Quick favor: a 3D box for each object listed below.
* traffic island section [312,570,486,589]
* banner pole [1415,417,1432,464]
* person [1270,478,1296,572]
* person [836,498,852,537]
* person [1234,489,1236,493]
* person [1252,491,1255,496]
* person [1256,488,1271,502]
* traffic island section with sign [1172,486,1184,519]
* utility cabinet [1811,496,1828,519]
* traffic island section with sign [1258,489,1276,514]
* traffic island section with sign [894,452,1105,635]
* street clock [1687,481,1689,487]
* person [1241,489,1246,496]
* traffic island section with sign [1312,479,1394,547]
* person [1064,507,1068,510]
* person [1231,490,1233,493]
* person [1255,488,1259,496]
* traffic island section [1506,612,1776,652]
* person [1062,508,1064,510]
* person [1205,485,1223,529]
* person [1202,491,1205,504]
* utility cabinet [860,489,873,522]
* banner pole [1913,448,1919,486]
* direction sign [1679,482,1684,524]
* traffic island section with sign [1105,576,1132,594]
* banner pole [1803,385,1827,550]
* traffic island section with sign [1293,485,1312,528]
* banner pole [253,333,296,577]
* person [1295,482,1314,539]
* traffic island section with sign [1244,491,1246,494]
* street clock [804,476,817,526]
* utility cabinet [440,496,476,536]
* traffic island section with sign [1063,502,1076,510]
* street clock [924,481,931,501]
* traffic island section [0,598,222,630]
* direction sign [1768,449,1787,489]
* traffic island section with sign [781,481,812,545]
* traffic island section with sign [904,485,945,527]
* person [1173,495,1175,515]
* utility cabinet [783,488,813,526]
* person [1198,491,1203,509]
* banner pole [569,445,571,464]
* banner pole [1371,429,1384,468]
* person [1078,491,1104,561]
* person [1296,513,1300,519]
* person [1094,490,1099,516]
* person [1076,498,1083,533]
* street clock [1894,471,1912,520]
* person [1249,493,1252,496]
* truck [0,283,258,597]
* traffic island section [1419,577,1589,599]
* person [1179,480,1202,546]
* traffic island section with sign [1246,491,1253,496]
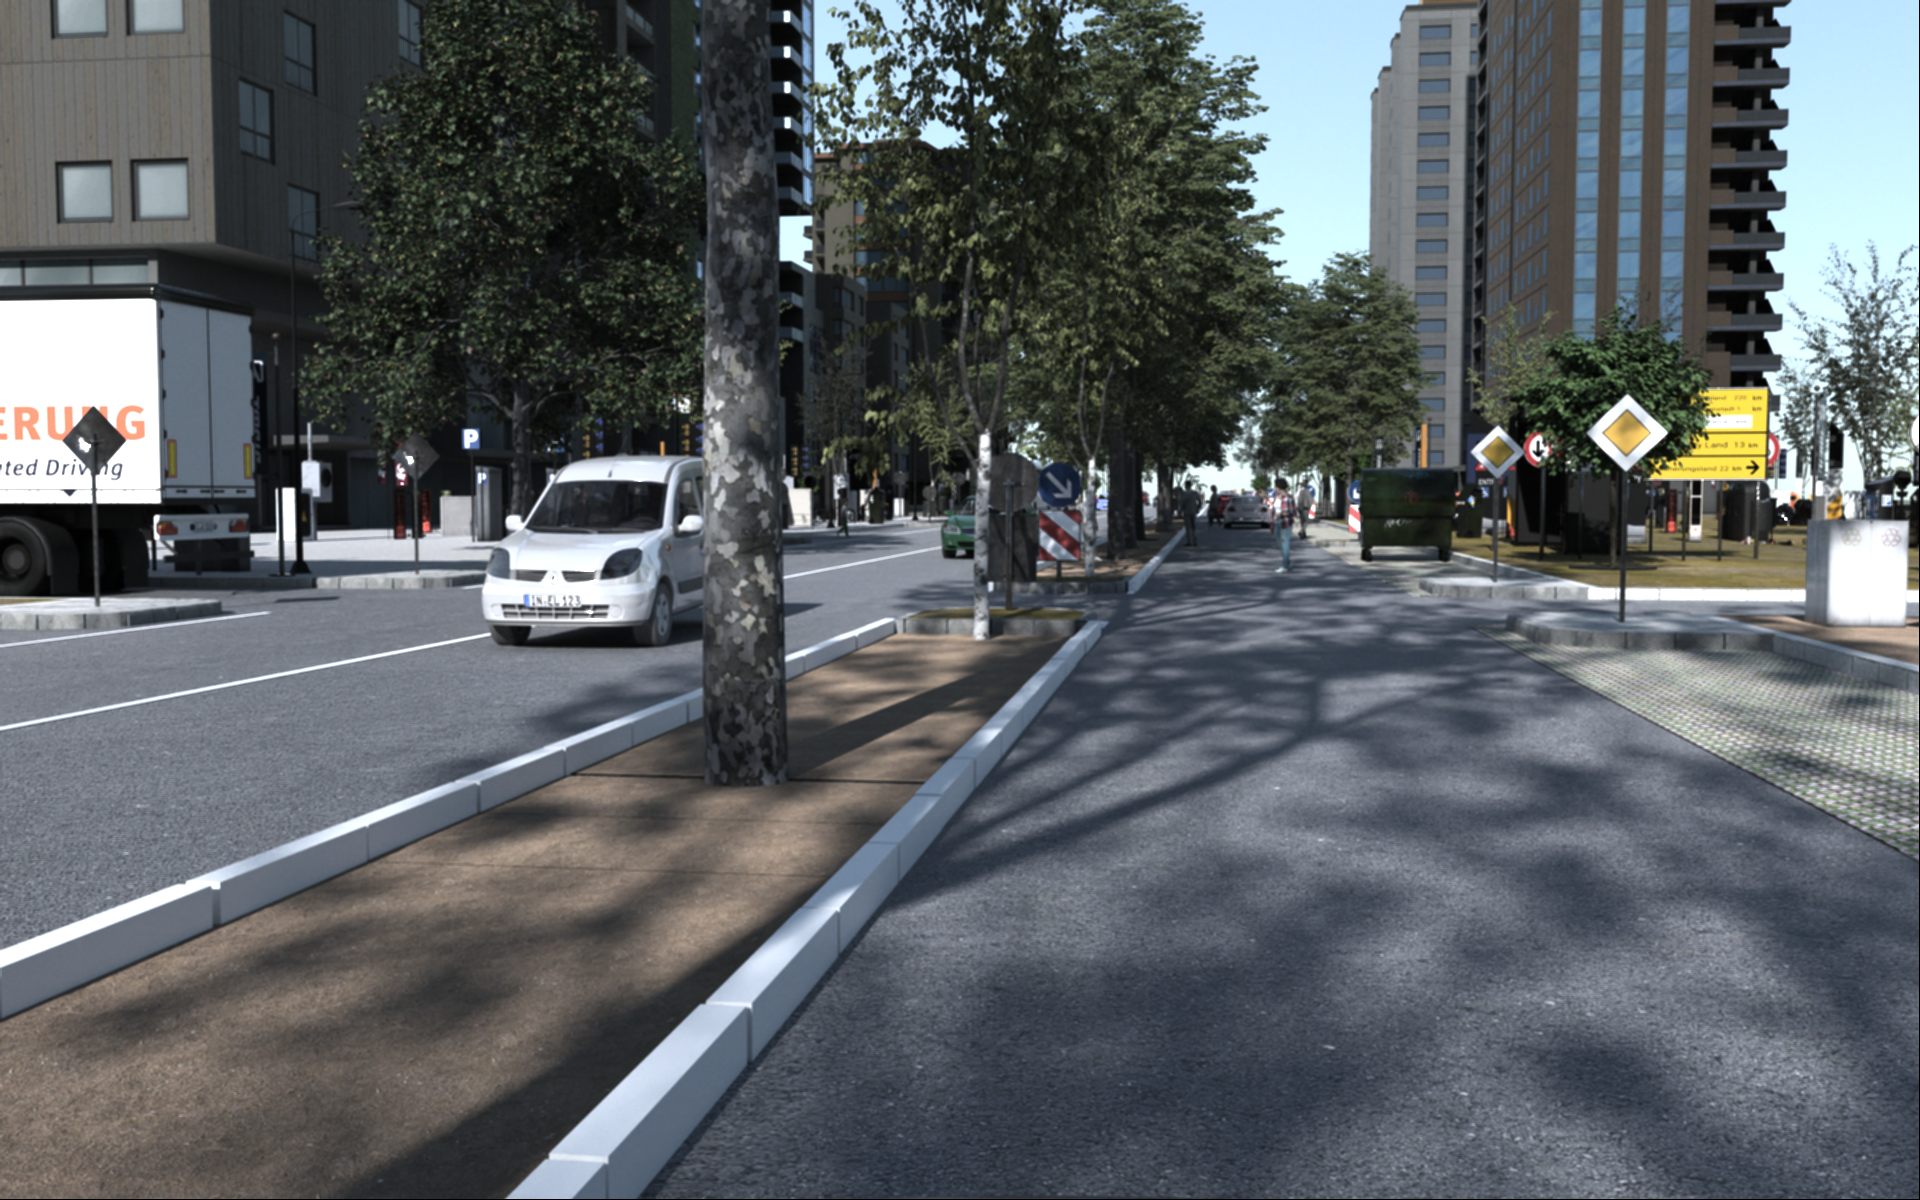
[{"bbox_3d":[-8.696,-0.330,27.677,2.009,0.180,2.903,1,4,8],"label":"traffic island section"},{"bbox_3d":[15.106,-4.061,56.414,0.401,3.779,0.863,-2,4,-27],"label":"banner pole"},{"bbox_3d":[5.951,-1.374,31.796,0.643,1.720,0.563,-2,4,-30],"label":"person"},{"bbox_3d":[-3.862,-2.738,57.511,0.590,1.304,0.306,-2,4,-33],"label":"person"},{"bbox_3d":[18.199,-6.455,114.593,0.990,1.755,0.434,2,4,24],"label":"person"},{"bbox_3d":[36.347,-12.623,214.752,0.709,1.838,0.599,2,4,24],"label":"person"},{"bbox_3d":[17.872,-5.763,102.742,1.348,1.823,0.705,2,4,35],"label":"person"},{"bbox_3d":[12.574,-5.627,100.141,2.006,1.907,1.989,1,4,8],"label":"traffic island section with sign"},{"bbox_3d":[34.114,-3.512,68.575,0.306,1.237,1.020,0,4,-2],"label":"utility cabinet"},{"bbox_3d":[22.166,-7.053,123.948,1.989,1.847,2.006,1,4,8],"label":"traffic island section with sign"},{"bbox_3d":[0.443,-0.633,18.489,2.006,1.907,1.989,1,4,8],"label":"traffic island section with sign"},{"bbox_3d":[28.715,-3.878,67.970,0.471,2.002,0.358,-2,4,-27],"label":"street clock"},{"bbox_3d":[20.282,-7.080,124.353,0.705,1.812,1.348,-1,4,-13],"label":"person"},{"bbox_3d":[10.821,-2.381,47.565,1.989,1.847,2.006,1,4,8],"label":"traffic island section with sign"},{"bbox_3d":[6.867,-6.140,112.151,1.065,1.426,0.557,-2,4,-30],"label":"person"},{"bbox_3d":[21.603,-7.872,137.999,1.217,1.735,0.721,2,4,34],"label":"person"},{"bbox_3d":[19.720,-6.487,114.653,0.705,1.812,1.348,0,4,2],"label":"person"},{"bbox_3d":[6.641,0.303,17.329,2.009,0.180,2.903,1,4,8],"label":"traffic island section"},{"bbox_3d":[5.669,-5.356,96.275,0.606,1.804,0.583,1,4,22],"label":"person"},{"bbox_3d":[10.312,-3.764,70.217,0.728,1.800,0.709,1,4,10],"label":"person"},{"bbox_3d":[35.503,-14.936,252.795,0.705,1.812,1.348,0,4,-3],"label":"person"},{"bbox_3d":[-4.711,-4.810,87.324,0.318,1.500,1.173,1,4,15],"label":"utility cabinet"},{"bbox_3d":[37.364,-4.734,67.415,0.401,3.779,0.863,0,4,-6],"label":"banner pole"},{"bbox_3d":[31.105,-5.038,74.371,0.379,3.537,0.876,3,4,38],"label":"direction sign"},{"bbox_3d":[1.541,-1.081,25.814,2.006,1.907,1.989,1,4,8],"label":"traffic island section with sign"},{"bbox_3d":[19.896,-3.065,40.137,0.863,3.779,0.401,-3,5,-44],"label":"banner pole"},{"bbox_3d":[14.825,-4.034,74.592,1.989,1.847,2.006,1,4,8],"label":"traffic island section with sign"},{"bbox_3d":[-10.833,-2.260,26.962,0.863,3.779,0.401,0,4,-3],"label":"banner pole"},{"bbox_3d":[10.985,-2.852,55.235,0.679,1.850,0.850,3,4,36],"label":"person"},{"bbox_3d":[34.224,-12.022,205.189,1.989,1.847,2.006,1,4,8],"label":"traffic island section with sign"},{"bbox_3d":[-5.962,-3.954,69.211,0.471,2.002,0.358,2,4,28],"label":"street clock"},{"bbox_3d":[-15.379,-2.563,53.069,1.020,1.237,0.306,-2,4,-35],"label":"utility cabinet"},{"bbox_3d":[9.957,-8.844,153.232,1.989,1.847,2.006,1,4,8],"label":"traffic island section with sign"},{"bbox_3d":[-1.820,-5.782,99.104,0.471,2.002,0.358,-1,4,-13],"label":"street clock"},{"bbox_3d":[-9.869,0.153,19.778,2.009,0.180,2.903,1,4,8],"label":"traffic island section"},{"bbox_3d":[40.962,-5.806,86.928,0.876,3.537,0.379,1,4,21],"label":"direction sign"},{"bbox_3d":[-5.365,-2.537,50.113,1.989,1.847,2.006,1,4,8],"label":"traffic island section with sign"},{"bbox_3d":[-1.364,-4.182,76.998,1.989,1.847,2.006,1,4,8],"label":"traffic island section with sign"},{"bbox_3d":[14.248,-6.598,116.470,1.348,1.812,0.705,0,4,4],"label":"person"},{"bbox_3d":[-6.401,-3.653,68.412,1.173,1.500,0.318,1,4,13],"label":"utility cabinet"},{"bbox_3d":[22.832,-9.497,164.695,0.541,1.710,0.530,1,4,22],"label":"person"},{"bbox_3d":[-13.486,-4.276,59.934,0.401,3.779,0.863,-1,4,-16],"label":"banner pole"},{"bbox_3d":[15.869,-4.650,66.048,0.401,3.779,0.863,-2,4,-26],"label":"banner pole"},{"bbox_3d":[2.772,-1.582,36.955,0.523,1.515,0.503,2,4,28],"label":"person"},{"bbox_3d":[19.366,-5.258,98.741,0.394,1.301,0.425,3,5,42],"label":"person"},{"bbox_3d":[9.115,-6.521,115.796,0.721,1.739,1.217,0,4,-6],"label":"person"},{"bbox_3d":[4.445,-3.144,64.169,0.640,1.303,0.475,2,4,28],"label":"person"},{"bbox_3d":[29.335,-3.020,53.947,0.471,2.002,0.358,0,4,-7],"label":"street clock"},{"bbox_3d":[15.396,-4.935,91.787,0.523,1.515,0.503,2,4,35],"label":"person"},{"bbox_3d":[-16.027,-2.206,24.986,11.283,4.237,2.839,0,4,8],"label":"truck"},{"bbox_3d":[7.814,-0.180,25.228,2.009,0.180,2.903,1,4,8],"label":"traffic island section"},{"bbox_3d":[6.319,-2.383,47.569,0.635,1.810,0.391,-2,4,-29],"label":"person"},{"bbox_3d":[26.173,-8.702,150.912,1.989,1.847,2.006,1,4,8],"label":"traffic island section with sign"}]
